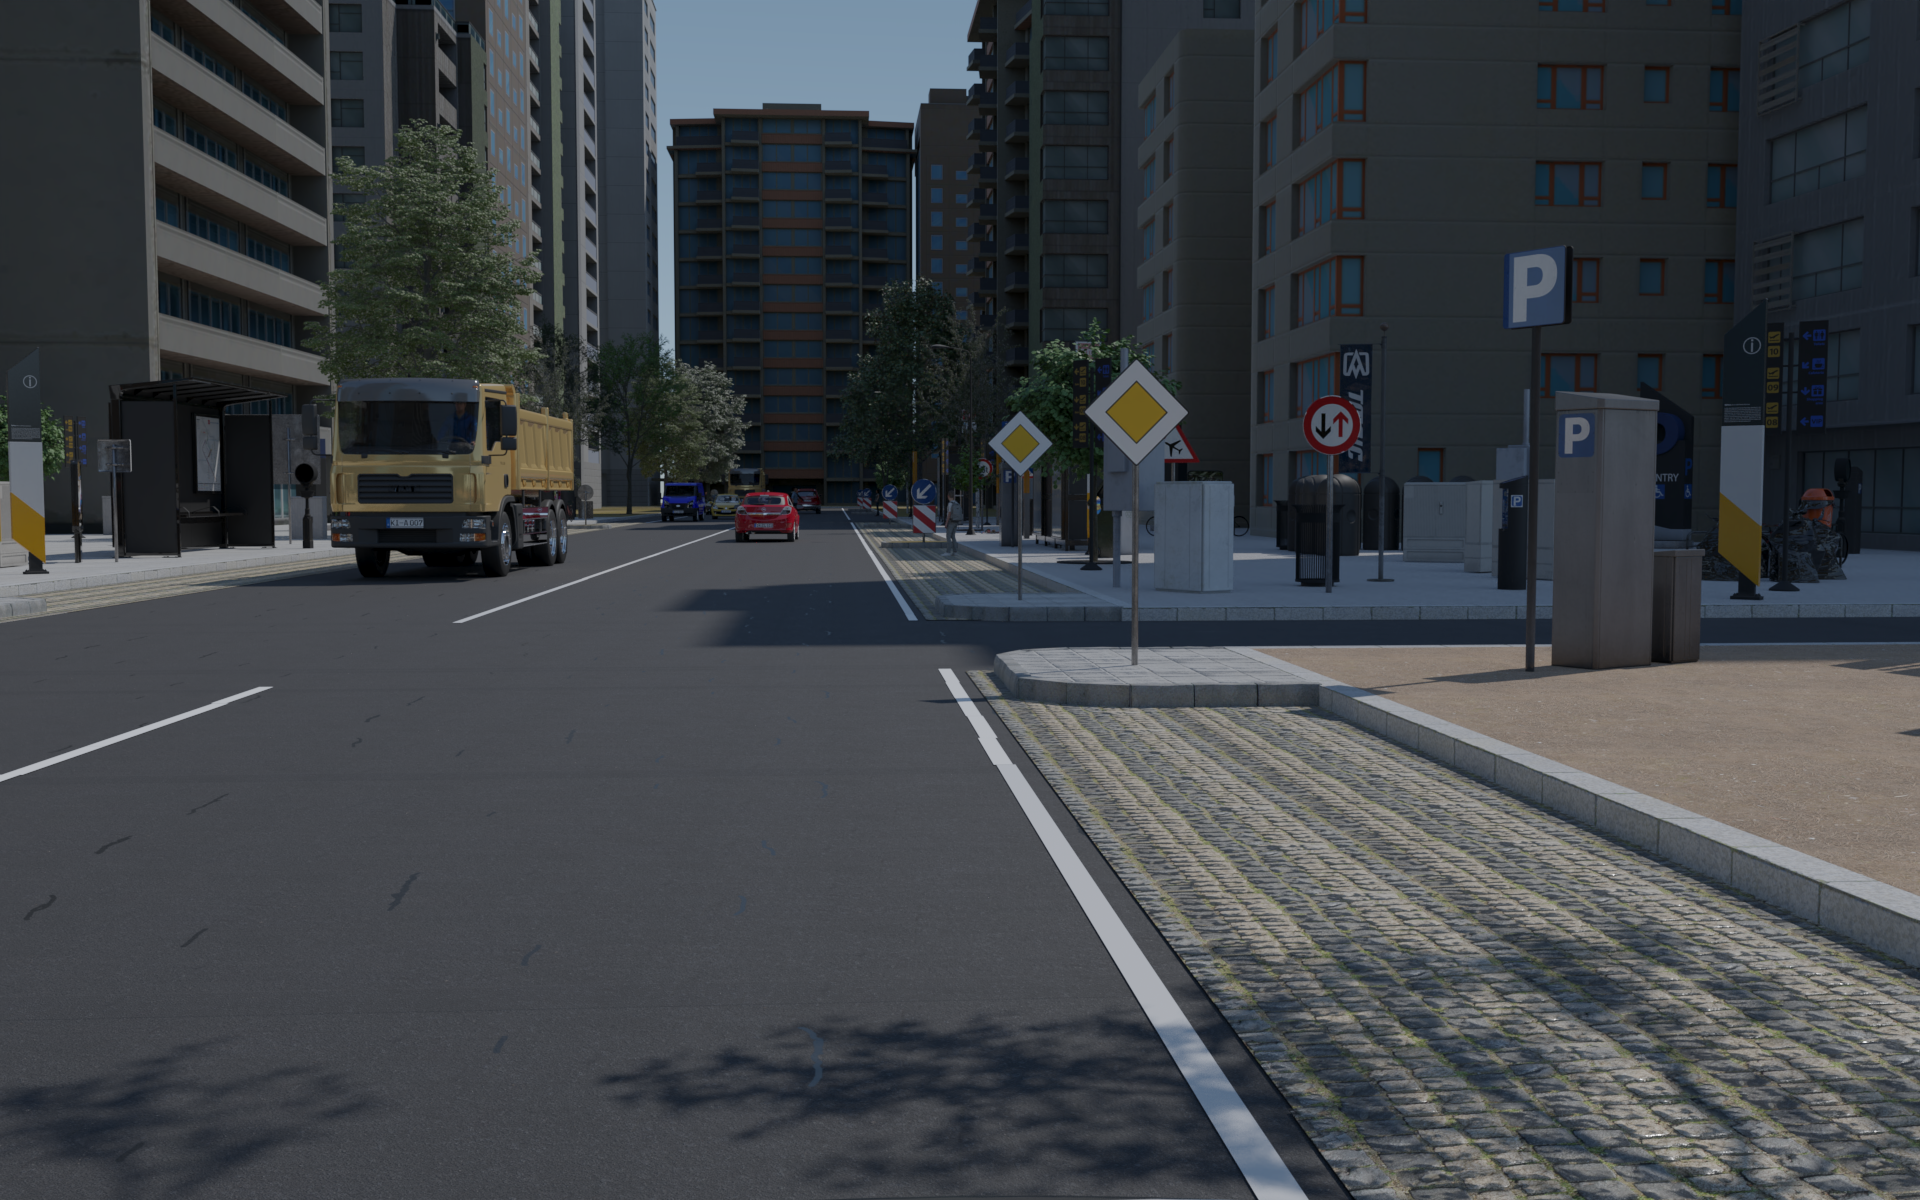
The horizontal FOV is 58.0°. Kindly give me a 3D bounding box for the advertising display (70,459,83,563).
[{"bbox_3d":[-16.555,-1.668,32.481,0.123,1.923,0.974,-1,4,-23],"label":"advertising display"}]

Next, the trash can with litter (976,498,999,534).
[{"bbox_3d":[1.336,-2.789,56.650,1.678,1.210,2.233,-2,4,-31],"label":"trash can with litter"}]

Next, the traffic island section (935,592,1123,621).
[{"bbox_3d":[0.746,0.080,20.967,2.009,0.180,2.903,0,4,-4],"label":"traffic island section"}]

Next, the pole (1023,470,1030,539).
[{"bbox_3d":[1.910,-3.415,49.672,0.158,3.312,0.155,0,3,0],"label":"pole"}]

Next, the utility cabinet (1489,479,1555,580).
[{"bbox_3d":[8.588,-1.067,26.117,0.318,1.500,1.173,-2,4,-30],"label":"utility cabinet"}]

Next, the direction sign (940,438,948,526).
[{"bbox_3d":[-0.615,-4.771,69.996,0.379,3.537,0.876,1,4,17],"label":"direction sign"}]

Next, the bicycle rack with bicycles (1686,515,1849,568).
[{"bbox_3d":[14.429,-1.055,30.639,2.925,0.926,2.852,-1,4,-13],"label":"bicycle rack with bicycles"}]

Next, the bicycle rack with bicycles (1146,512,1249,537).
[{"bbox_3d":[7.413,-2.415,52.874,2.925,0.926,2.852,2,4,24],"label":"bicycle rack with bicycles"}]

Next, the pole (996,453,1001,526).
[{"bbox_3d":[1.580,-4.679,70.342,0.158,3.312,0.155,0,3,0],"label":"pole"}]

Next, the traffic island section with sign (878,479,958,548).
[{"bbox_3d":[-1.109,-2.303,46.274,1.989,1.847,2.006,0,4,-4],"label":"traffic island section with sign"}]

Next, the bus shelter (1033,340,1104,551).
[{"bbox_3d":[2.838,-3.996,42.971,2.179,5.291,8.768,0,4,-4],"label":"bus shelter"}]

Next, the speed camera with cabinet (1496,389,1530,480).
[{"bbox_3d":[10.960,-2.391,33.433,0.660,3.252,2.038,3,4,37],"label":"speed camera with cabinet"}]

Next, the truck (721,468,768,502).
[{"bbox_3d":[-16.291,-8.344,132.346,3.469,3.379,9.791,0,4,-5],"label":"truck"}]

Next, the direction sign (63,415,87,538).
[{"bbox_3d":[-25.694,-3.570,50.372,0.379,3.537,0.876,1,4,12],"label":"direction sign"}]

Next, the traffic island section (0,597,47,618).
[{"bbox_3d":[-12.012,0.137,20.041,2.009,0.180,2.903,0,4,-4],"label":"traffic island section"}]

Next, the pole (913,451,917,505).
[{"bbox_3d":[-2.162,-5.448,82.919,0.158,3.312,0.155,0,3,0],"label":"pole"}]

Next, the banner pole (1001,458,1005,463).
[{"bbox_3d":[1.873,-5.070,72.905,0.401,3.779,0.863,-1,4,-22],"label":"banner pole"}]

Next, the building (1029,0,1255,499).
[{"bbox_3d":[11.040,-20.559,107.840,14.160,30.474,14.107,0,4,-4],"label":"building"}]

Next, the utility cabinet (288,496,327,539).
[{"bbox_3d":[-18.609,-2.339,49.405,1.020,1.237,0.306,0,4,5],"label":"utility cabinet"}]

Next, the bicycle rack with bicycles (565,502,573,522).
[{"bbox_3d":[-19.173,-4.080,80.088,2.852,0.926,2.925,-1,4,-18],"label":"bicycle rack with bicycles"}]

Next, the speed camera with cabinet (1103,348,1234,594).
[{"bbox_3d":[2.773,-1.761,23.125,0.660,3.252,2.038,-2,4,-34],"label":"speed camera with cabinet"}]

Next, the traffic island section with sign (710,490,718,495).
[{"bbox_3d":[-21.183,-8.630,149.726,1.989,1.847,2.006,0,4,-4],"label":"traffic island section with sign"}]

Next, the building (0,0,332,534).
[{"bbox_3d":[-37.274,-26.921,63.858,21.300,48.544,21.600,0,4,-4],"label":"building"}]

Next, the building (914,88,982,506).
[{"bbox_3d":[2.344,-33.330,195.055,14.200,45.320,14.600,0,4,-4],"label":"building"}]

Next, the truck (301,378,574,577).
[{"bbox_3d":[-9.214,-2.208,32.021,3.469,3.379,9.791,0,4,-3],"label":"truck"}]

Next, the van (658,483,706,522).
[{"bbox_3d":[-14.644,-5.337,91.636,2.240,2.365,5.245,0,4,-3],"label":"van"}]

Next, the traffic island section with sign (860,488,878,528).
[{"bbox_3d":[-3.101,-3.965,73.458,1.989,1.847,2.006,0,4,-4],"label":"traffic island section with sign"}]

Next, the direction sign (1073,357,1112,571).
[{"bbox_3d":[2.214,-2.270,29.119,0.379,3.537,0.876,-3,5,-41],"label":"direction sign"}]

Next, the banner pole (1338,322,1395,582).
[{"bbox_3d":[5.963,-2.165,25.414,0.863,3.779,0.401,1,4,12],"label":"banner pole"}]

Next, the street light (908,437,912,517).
[{"bbox_3d":[-3.256,-7.545,95.908,1.470,5.913,1.316,0,4,-4],"label":"street light"}]

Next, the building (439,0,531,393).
[{"bbox_3d":[-36.875,-28.413,114.671,14.600,45.320,14.200,0,4,-4],"label":"building"}]

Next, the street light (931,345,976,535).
[{"bbox_3d":[-0.202,-4.986,54.056,1.470,5.913,1.316,0,4,-4],"label":"street light"}]

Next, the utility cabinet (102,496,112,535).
[{"bbox_3d":[-26.359,-2.641,54.338,1.020,1.237,0.306,1,4,12],"label":"utility cabinet"}]

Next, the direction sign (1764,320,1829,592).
[{"bbox_3d":[10.929,-1.887,22.857,0.876,3.537,0.379,2,4,35],"label":"direction sign"}]

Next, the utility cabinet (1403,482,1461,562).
[{"bbox_3d":[8.936,-1.456,32.484,1.173,1.500,0.318,1,4,22],"label":"utility cabinet"}]

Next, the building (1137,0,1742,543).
[{"bbox_3d":[22.374,-13.158,60.172,27.650,21.520,28.899,0,4,-4],"label":"building"}]

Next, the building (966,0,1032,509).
[{"bbox_3d":[12.026,-30.282,149.731,22.147,44.769,28.867,0,4,-4],"label":"building"}]

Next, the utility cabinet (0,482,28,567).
[{"bbox_3d":[-16.763,-1.329,30.401,0.318,1.500,1.173,0,4,-7],"label":"utility cabinet"}]

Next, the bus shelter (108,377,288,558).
[{"bbox_3d":[-16.468,-2.847,37.824,1.731,3.624,6.357,0,4,-4],"label":"bus shelter"}]

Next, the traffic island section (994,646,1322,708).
[{"bbox_3d":[1.329,0.567,13.003,2.009,0.180,2.903,0,4,-4],"label":"traffic island section"}]

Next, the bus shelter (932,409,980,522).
[{"bbox_3d":[-0.090,-6.223,79.374,2.179,5.291,8.768,0,4,-4],"label":"bus shelter"}]

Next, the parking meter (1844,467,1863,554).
[{"bbox_3d":[19.142,-1.921,37.126,0.255,1.863,0.399,3,5,44],"label":"parking meter"}]

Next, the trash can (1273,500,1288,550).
[{"bbox_3d":[7.574,-1.721,39.784,0.748,1.137,0.748,0,3,0],"label":"trash can"}]

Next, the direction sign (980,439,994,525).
[{"bbox_3d":[1.111,-4.831,70.987,0.379,3.537,0.876,3,5,41],"label":"direction sign"}]

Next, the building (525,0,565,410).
[{"bbox_3d":[-37.646,-27.235,128.893,14.154,41.232,14.086,0,4,-4],"label":"building"}]

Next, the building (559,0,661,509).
[{"bbox_3d":[-48.236,-39.857,193.655,28.212,58.520,21.231,0,4,-4],"label":"building"}]

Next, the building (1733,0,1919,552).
[{"bbox_3d":[27.347,-21.650,37.568,14.086,41.232,14.154,0,4,-4],"label":"building"}]

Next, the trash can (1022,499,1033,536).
[{"bbox_3d":[2.009,-2.558,53.477,0.748,1.137,0.748,0,3,0],"label":"trash can"}]

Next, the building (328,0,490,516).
[{"bbox_3d":[-35.769,-20.115,100.588,14.160,30.474,14.107,0,4,-4],"label":"building"}]

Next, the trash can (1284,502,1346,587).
[{"bbox_3d":[4.983,-0.762,24.119,0.748,1.137,0.748,0,3,0],"label":"trash can"}]

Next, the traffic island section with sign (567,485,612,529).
[{"bbox_3d":[-15.451,-3.845,71.486,1.989,1.847,2.006,0,4,-4],"label":"traffic island section with sign"}]

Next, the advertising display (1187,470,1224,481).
[{"bbox_3d":[6.648,-2.552,46.940,0.974,1.923,0.123,1,4,12],"label":"advertising display"}]

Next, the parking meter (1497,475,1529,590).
[{"bbox_3d":[7.428,-0.909,23.270,0.372,1.533,0.369,0,3,0],"label":"parking meter"}]

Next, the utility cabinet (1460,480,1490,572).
[{"bbox_3d":[8.731,-1.209,28.448,1.173,1.500,0.318,-3,5,-42],"label":"utility cabinet"}]

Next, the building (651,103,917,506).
[{"bbox_3d":[-19.623,-33.176,197.053,28.867,44.769,22.147,0,4,-4],"label":"building"}]
